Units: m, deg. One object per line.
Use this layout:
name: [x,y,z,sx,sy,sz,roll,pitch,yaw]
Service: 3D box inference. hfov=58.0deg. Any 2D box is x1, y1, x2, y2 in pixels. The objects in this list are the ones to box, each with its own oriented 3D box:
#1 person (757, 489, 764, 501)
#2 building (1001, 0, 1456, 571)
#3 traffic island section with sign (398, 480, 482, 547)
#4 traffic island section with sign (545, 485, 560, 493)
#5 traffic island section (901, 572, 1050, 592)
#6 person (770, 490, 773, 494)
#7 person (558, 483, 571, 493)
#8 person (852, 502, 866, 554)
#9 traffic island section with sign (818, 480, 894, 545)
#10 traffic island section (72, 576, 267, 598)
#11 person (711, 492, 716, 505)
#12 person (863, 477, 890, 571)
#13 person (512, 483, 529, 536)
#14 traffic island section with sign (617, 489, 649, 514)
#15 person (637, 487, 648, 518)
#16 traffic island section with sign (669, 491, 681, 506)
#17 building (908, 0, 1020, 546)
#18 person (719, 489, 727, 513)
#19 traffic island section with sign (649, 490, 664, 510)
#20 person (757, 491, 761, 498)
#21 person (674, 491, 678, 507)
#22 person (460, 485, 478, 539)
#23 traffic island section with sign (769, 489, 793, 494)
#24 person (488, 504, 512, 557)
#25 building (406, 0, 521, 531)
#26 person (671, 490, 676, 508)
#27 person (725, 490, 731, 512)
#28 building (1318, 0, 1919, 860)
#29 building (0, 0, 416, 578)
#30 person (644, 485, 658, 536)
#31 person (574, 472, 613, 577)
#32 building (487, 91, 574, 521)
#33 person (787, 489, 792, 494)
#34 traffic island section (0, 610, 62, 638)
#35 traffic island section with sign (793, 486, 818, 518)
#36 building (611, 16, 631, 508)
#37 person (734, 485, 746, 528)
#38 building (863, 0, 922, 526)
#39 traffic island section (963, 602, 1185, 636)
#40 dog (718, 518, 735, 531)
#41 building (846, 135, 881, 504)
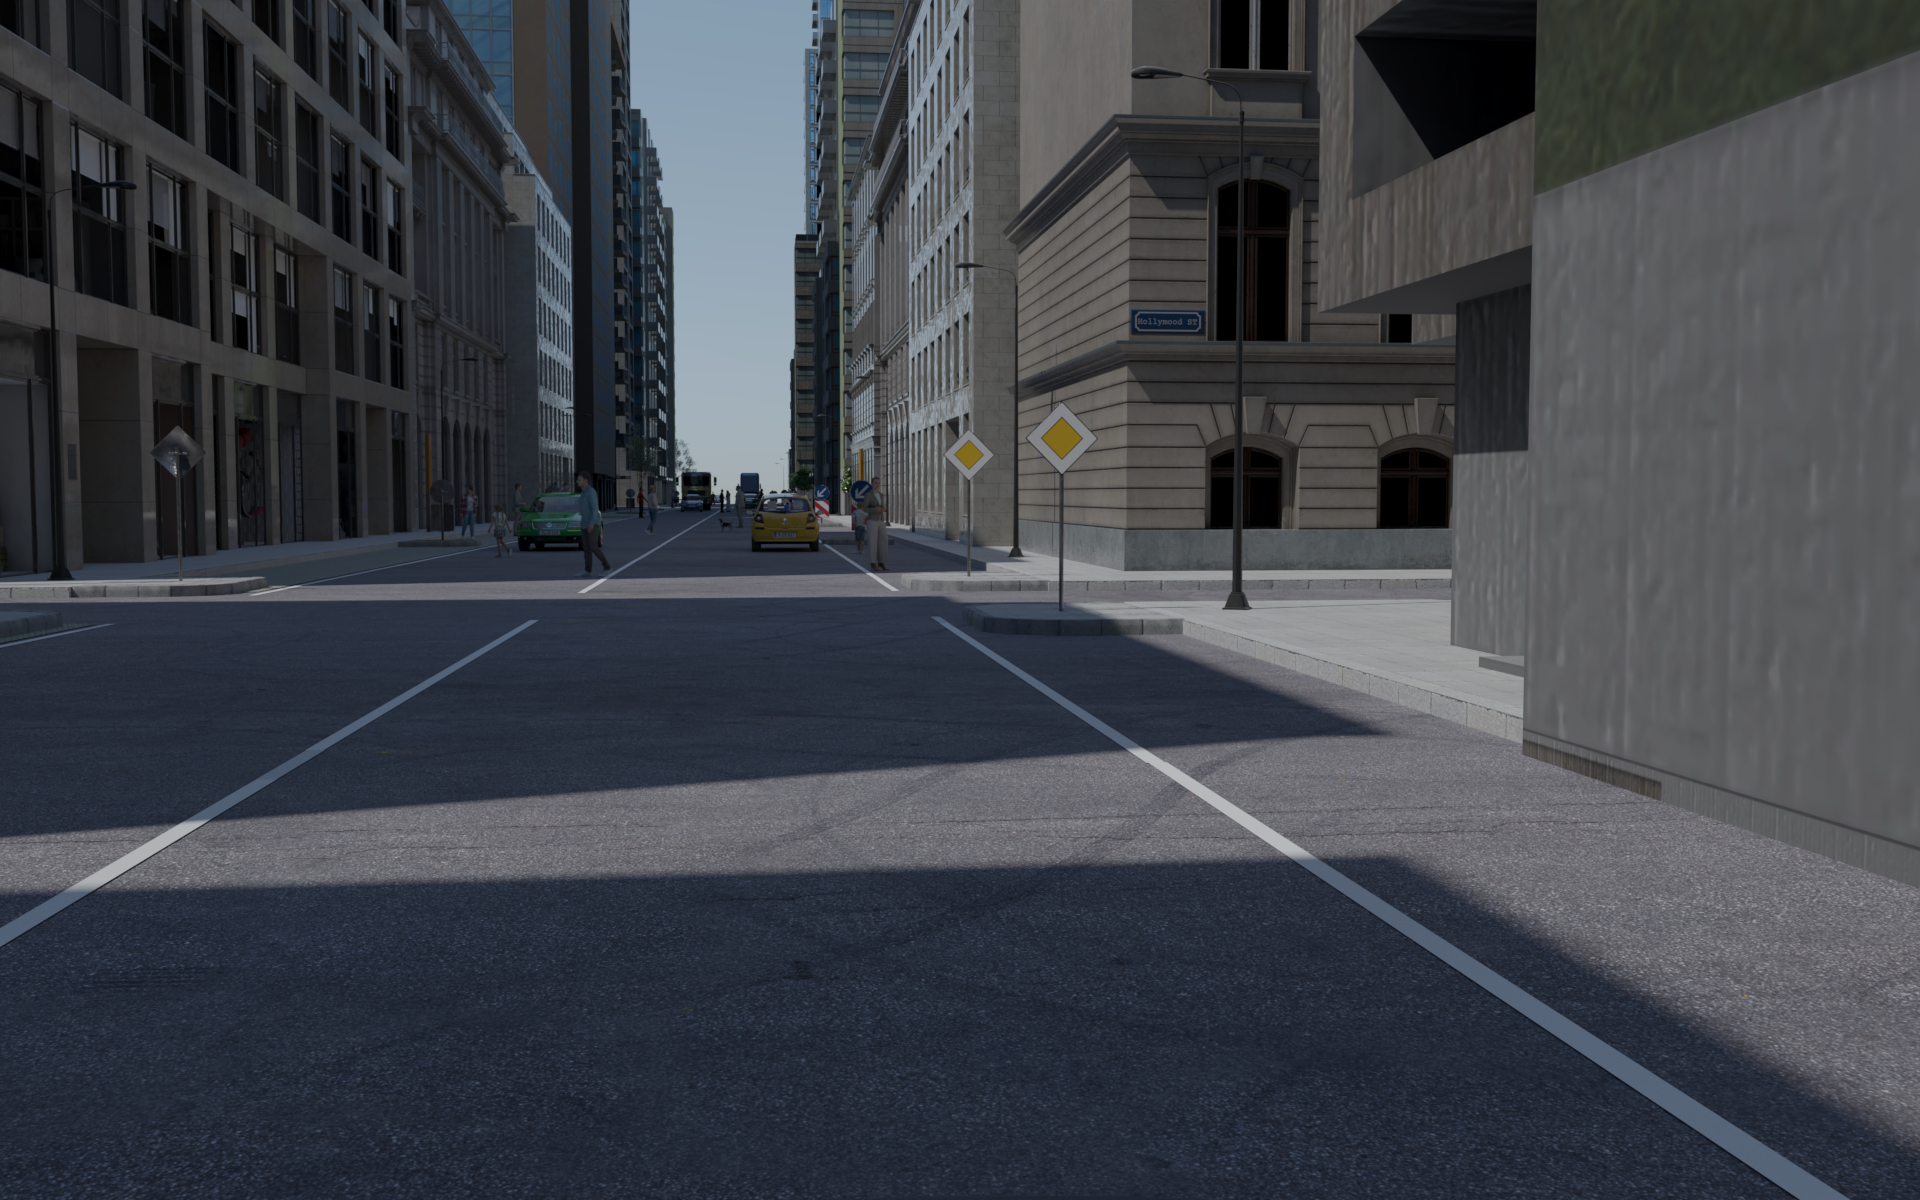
person: [-14.308,-7.108,124.677,0.705,1.831,1.348,-2,4,-27]
building: [18.904,-13.215,35.147,34.723,24.649,14.460,0,4,-7]
traffic island section with sign: [-14.188,-2.371,47.396,1.989,1.847,2.006,0,4,-7]
traffic island section with sign: [-17.530,-4.040,74.686,1.989,1.847,2.006,0,4,-7]
traffic island section: [0.157,-0.284,26.928,2.009,0.180,2.903,0,4,-7]
person: [-19.163,-10.345,177.506,0.599,1.838,0.709,2,4,27]
person: [-14.490,-3.379,63.616,0.638,1.841,0.748,0,4,4]
person: [-2.425,-1.731,41.485,0.332,1.250,0.352,1,4,11]
traffic island section with sign: [-2.963,-2.507,49.619,1.989,1.847,2.006,0,4,-7]
traffic island section: [-11.498,-0.198,25.512,2.009,0.180,2.903,0,4,-7]
person: [-31.298,-12.863,219.368,0.990,1.755,0.434,2,4,28]
person: [-1.552,-1.429,32.420,0.519,1.759,0.362,-3,5,-43]
person: [-14.806,-3.038,58.369,0.583,1.804,0.606,-1,4,-18]
traffic island section with sign: [-23.624,-7.086,124.481,1.989,1.847,2.006,0,4,-7]
person: [-18.893,-5.771,102.794,0.705,1.831,1.348,1,4,15]
traffic island section with sign: [-33.597,-12.067,205.921,1.989,1.847,2.006,0,4,-7]
building: [4.454,-11.980,50.618,10.420,20.320,16.860,0,4,-7]
person: [-18.288,-7.628,133.350,0.705,1.807,1.348,1,4,13]
traffic island section with sign: [-26.951,-8.743,151.583,1.989,1.847,2.006,0,4,-7]
person: [-19.997,-9.957,172.031,0.721,1.736,1.217,2,4,35]
person: [-30.974,-10.944,188.227,0.721,1.735,1.217,-3,4,-36]
person: [-15.438,-2.761,54.483,0.563,1.720,0.643,-2,4,-27]
traffic island section with sign: [-15.610,-8.828,152.962,1.989,1.847,2.006,0,4,-7]
person: [-10.430,-1.573,39.230,0.382,1.210,0.505,3,5,40]
building: [-25.822,-13.910,69.223,13.314,21.916,24.055,0,4,-7]
person: [-28.919,-10.195,175.053,0.599,1.838,0.709,0,4,5]
person: [-18.578,-7.917,138.614,0.621,1.740,0.551,-3,4,-36]
building: [9.804,-14.667,11.515,14.160,30.474,14.107,0,4,-7]
building: [-25.887,-14.391,39.811,19.350,26.468,34.151,0,4,-7]
person: [-10.635,-3.089,59.685,0.731,1.740,0.598,3,4,39]
person: [-6.357,-1.315,30.014,0.620,1.820,0.660,-2,4,-32]
building: [-26.363,-14.407,90.300,10.420,20.320,16.860,0,4,-7]
person: [-10.473,-6.035,107.687,0.721,1.766,1.217,-1,4,-14]
traffic island section: [-10.528,0.287,17.586,2.009,0.180,2.903,0,4,-7]
traffic island section with sign: [-6.236,-4.144,76.375,1.989,1.847,2.006,0,4,-7]
building: [-41.593,-30.673,156.132,22.147,44.769,28.867,0,4,-7]
person: [-9.438,-4.011,74.180,0.391,1.810,0.635,1,4,17]
building: [3.422,-14.059,71.671,13.314,21.916,24.055,0,4,-7]
traffic island section: [1.128,0.201,19.002,2.009,0.180,2.903,0,4,-7]
dog: [-8.985,-2.893,66.590,0.540,0.507,0.406,-2,4,-28]
building: [-0.685,-14.930,93.253,9.793,20.994,18.267,0,4,-7]
